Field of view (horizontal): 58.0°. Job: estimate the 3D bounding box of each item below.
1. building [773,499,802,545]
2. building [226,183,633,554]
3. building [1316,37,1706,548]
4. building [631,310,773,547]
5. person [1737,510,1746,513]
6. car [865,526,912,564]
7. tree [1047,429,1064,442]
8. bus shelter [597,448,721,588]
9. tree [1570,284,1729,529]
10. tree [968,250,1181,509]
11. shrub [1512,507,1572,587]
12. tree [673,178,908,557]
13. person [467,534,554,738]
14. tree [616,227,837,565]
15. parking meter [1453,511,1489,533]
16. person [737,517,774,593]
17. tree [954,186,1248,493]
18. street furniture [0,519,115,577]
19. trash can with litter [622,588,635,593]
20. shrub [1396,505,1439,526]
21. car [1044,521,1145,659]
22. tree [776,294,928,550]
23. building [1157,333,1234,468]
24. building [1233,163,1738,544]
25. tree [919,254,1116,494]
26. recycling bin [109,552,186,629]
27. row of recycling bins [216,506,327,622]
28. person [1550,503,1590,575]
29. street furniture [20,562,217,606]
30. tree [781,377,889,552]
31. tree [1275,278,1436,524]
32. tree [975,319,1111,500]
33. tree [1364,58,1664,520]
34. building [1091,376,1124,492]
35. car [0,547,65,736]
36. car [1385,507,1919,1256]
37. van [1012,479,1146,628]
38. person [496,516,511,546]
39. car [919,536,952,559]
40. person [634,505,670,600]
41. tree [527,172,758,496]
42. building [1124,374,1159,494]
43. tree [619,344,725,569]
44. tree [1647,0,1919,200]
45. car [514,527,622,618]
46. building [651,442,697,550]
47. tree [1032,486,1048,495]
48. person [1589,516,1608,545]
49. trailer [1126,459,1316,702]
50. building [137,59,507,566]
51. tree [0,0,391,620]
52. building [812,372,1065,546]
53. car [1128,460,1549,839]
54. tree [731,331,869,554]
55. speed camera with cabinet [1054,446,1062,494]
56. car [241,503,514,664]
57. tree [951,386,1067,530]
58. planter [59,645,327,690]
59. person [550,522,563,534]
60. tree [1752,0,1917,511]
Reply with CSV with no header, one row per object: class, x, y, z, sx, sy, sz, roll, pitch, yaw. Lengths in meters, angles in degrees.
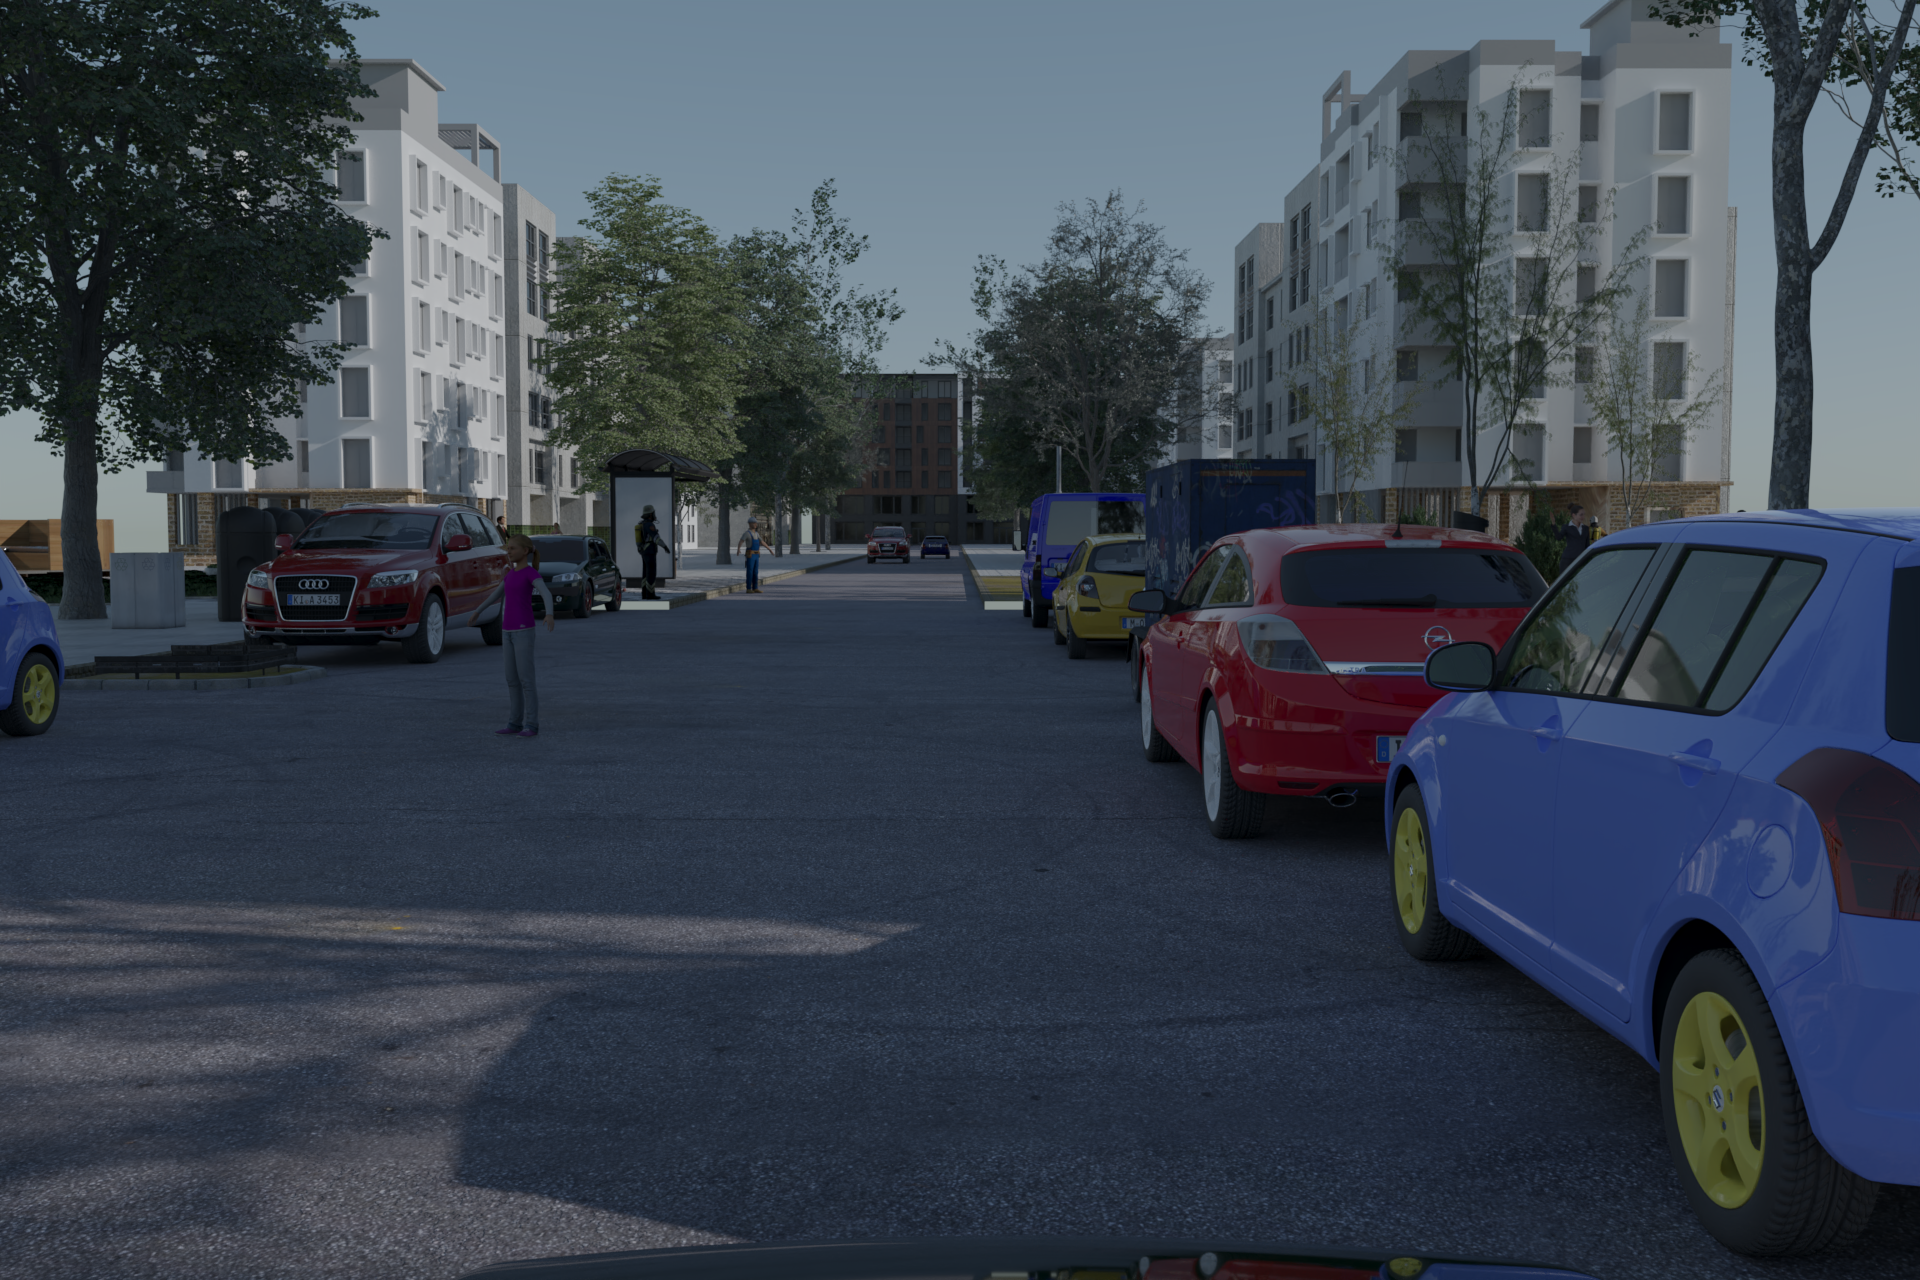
building,-28.621,-20.594,203.170,16.747,18.905,31.486,0,4,1
building,-30.732,-14.489,103.358,16.747,18.905,31.486,0,4,0
building,20.303,-13.201,72.248,16.016,20.090,11.380,0,3,0
building,-29.546,-21.193,177.435,19.493,23.208,18.063,0,4,0
person,14.556,-1.568,32.446,1.217,1.737,0.721,-1,4,-13
car,-3.506,-4.702,85.558,2.281,1.827,5.304,0,4,-1
tree,5.516,-9.571,106.851,4.737,8.622,4.395,0,3,0
bus shelter,-7.478,-3.041,43.648,2.014,3.302,5.546,0,4,2
tree,19.783,-6.183,51.450,4.360,8.622,3.978,0,3,0
tree,5.378,-10.475,77.921,9.857,13.997,8.962,0,3,0
shrub,13.666,-2.194,40.289,1.690,2.028,1.600,0,3,0
tree,-9.322,-14.509,93.110,12.611,20.169,13.585,0,3,0
person,-3.162,-0.032,12.240,0.991,1.433,0.599,3,5,41
tree,-10.064,-10.160,72.777,9.857,13.997,8.962,0,3,0
parking meter,5.550,-0.638,18.844,0.372,1.533,0.369,0,3,0
person,-5.001,-2.054,41.904,0.705,1.847,1.347,2,4,33
tree,4.919,-9.270,61.941,12.009,13.543,11.850,0,3,0
street furniture,-28.609,-2.829,53.109,11.010,1.723,9.812,3,4,38
trash can with litter,-7.862,-1.663,38.250,1.678,1.210,2.233,0,4,0
shrub,11.784,-2.487,44.696,1.661,2.075,1.752,0,3,0
car,2.065,-0.676,21.274,2.015,1.641,3.980,0,4,0
tree,-9.449,-17.160,136.448,12.611,20.169,13.585,0,3,0
building,23.849,-18.787,163.581,16.016,20.090,11.380,0,4,0
building,25.379,-13.760,91.441,16.747,18.905,31.486,0,4,0
tree,3.896,-16.058,118.440,12.611,20.169,13.585,0,3,0
recycling bin,-11.110,-0.682,23.700,0.722,1.027,0.722,0,4,0
row of recycling bins,-10.501,-1.215,26.986,1.069,1.692,3.534,0,4,0
person,8.623,-1.074,24.410,0.742,1.727,0.445,-3,5,-43
street furniture,-16.188,-1.261,36.249,5.734,0.657,10.072,1,4,23
tree,-10.168,-13.028,123.375,12.009,13.543,11.850,0,3,0
tree,10.896,-6.132,50.625,4.360,8.622,3.978,0,3,0
tree,4.659,-10.551,90.637,7.486,12.596,7.792,0,3,0
tree,8.097,-4.729,27.684,4.360,8.622,3.978,0,3,0
building,22.982,-20.498,201.598,16.747,18.905,31.486,0,4,0
car,-7.378,-0.088,11.031,1.945,1.707,3.694,0,3,0
car,2.344,0.297,4.743,1.945,1.707,3.694,0,3,0
van,2.021,-1.453,28.147,2.240,2.365,5.245,0,4,0
person,-13.223,-2.682,50.030,0.705,1.806,1.347,1,4,19
car,-1.440,-5.402,100.899,1.945,1.354,3.894,0,4,-1
person,-6.070,-1.723,33.950,0.705,1.856,1.354,-2,4,-35
tree,-10.067,-8.385,55.220,7.486,12.596,7.792,0,3,0
building,22.372,-19.911,181.963,16.016,20.090,11.380,0,4,0
tree,-10.229,-6.910,63.339,4.360,8.622,3.978,0,3,0
tree,22.157,-11.229,39.479,12.611,20.169,13.585,0,3,0
car,-7.173,-1.281,30.732,2.009,1.686,4.222,0,4,0
building,-27.658,-12.902,153.103,9.099,9.664,28.070,0,4,0
tree,4.492,-9.196,100.715,4.360,8.622,3.978,0,3,0
person,20.085,-3.009,54.965,1.354,1.858,0.705,0,4,-2
trailer,2.184,-0.493,15.113,1.471,1.999,3.904,0,4,-1
building,-26.825,-13.089,70.429,16.016,20.090,11.380,0,4,0
tree,-13.269,-7.300,26.004,9.857,13.997,8.962,0,3,0
building,-2.561,-23.415,229.264,32.646,21.610,27.936,0,4,0
car,2.058,-0.036,9.628,2.155,1.783,4.494,0,4,0
tree,-10.553,-12.467,110.497,9.857,13.997,8.962,0,3,0
speed camera with cabinet,2.436,-2.695,38.407,0.660,3.252,2.038,0,4,-2
car,-6.824,-0.745,20.855,2.281,1.827,5.304,0,3,0
tree,4.432,-14.194,138.731,9.857,13.997,8.962,0,3,0
planter,-7.349,0.259,16.902,1.991,0.319,1.994,0,4,0
person,-15.614,-3.666,66.735,1.217,1.733,0.721,2,4,29
tree,7.919,-9.793,16.007,12.611,20.169,13.585,0,3,0
